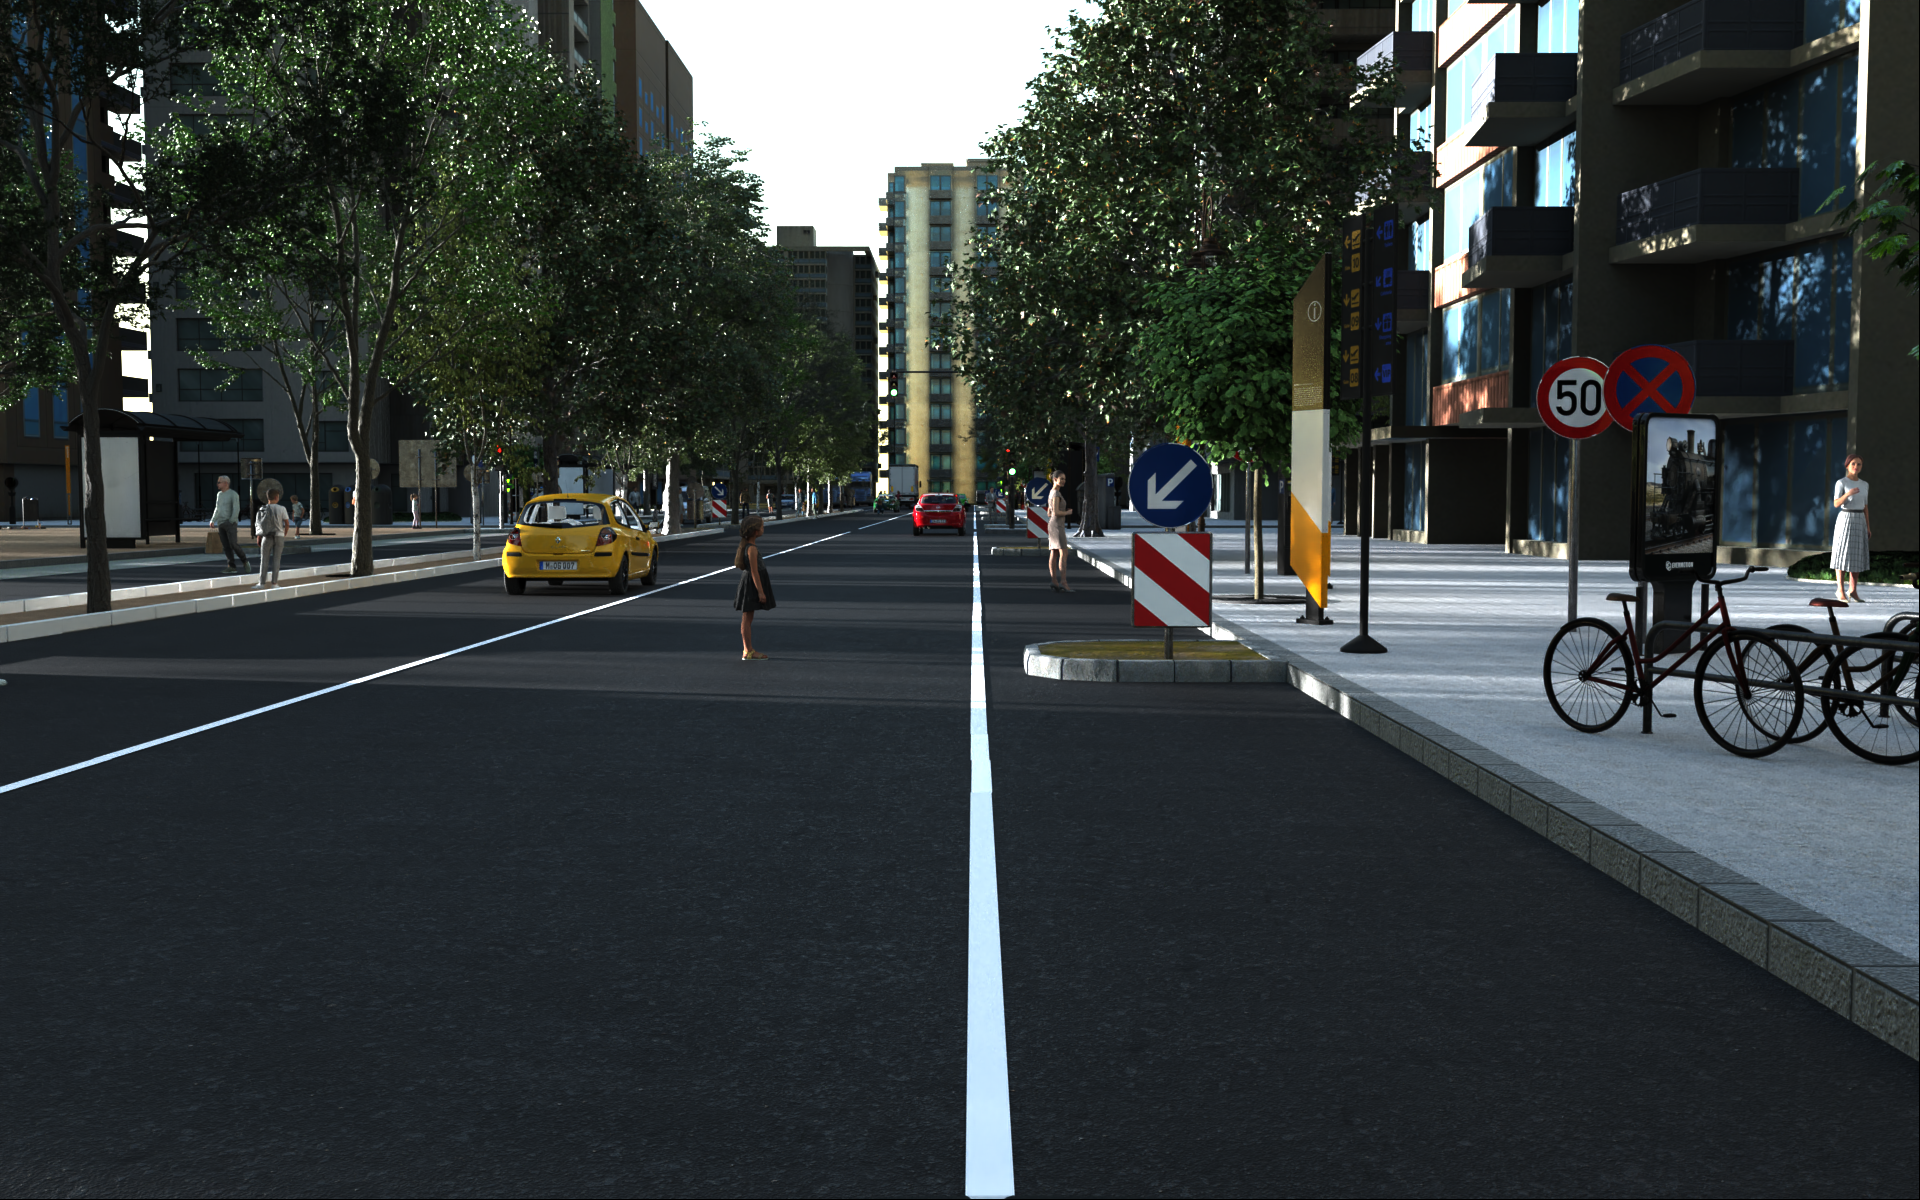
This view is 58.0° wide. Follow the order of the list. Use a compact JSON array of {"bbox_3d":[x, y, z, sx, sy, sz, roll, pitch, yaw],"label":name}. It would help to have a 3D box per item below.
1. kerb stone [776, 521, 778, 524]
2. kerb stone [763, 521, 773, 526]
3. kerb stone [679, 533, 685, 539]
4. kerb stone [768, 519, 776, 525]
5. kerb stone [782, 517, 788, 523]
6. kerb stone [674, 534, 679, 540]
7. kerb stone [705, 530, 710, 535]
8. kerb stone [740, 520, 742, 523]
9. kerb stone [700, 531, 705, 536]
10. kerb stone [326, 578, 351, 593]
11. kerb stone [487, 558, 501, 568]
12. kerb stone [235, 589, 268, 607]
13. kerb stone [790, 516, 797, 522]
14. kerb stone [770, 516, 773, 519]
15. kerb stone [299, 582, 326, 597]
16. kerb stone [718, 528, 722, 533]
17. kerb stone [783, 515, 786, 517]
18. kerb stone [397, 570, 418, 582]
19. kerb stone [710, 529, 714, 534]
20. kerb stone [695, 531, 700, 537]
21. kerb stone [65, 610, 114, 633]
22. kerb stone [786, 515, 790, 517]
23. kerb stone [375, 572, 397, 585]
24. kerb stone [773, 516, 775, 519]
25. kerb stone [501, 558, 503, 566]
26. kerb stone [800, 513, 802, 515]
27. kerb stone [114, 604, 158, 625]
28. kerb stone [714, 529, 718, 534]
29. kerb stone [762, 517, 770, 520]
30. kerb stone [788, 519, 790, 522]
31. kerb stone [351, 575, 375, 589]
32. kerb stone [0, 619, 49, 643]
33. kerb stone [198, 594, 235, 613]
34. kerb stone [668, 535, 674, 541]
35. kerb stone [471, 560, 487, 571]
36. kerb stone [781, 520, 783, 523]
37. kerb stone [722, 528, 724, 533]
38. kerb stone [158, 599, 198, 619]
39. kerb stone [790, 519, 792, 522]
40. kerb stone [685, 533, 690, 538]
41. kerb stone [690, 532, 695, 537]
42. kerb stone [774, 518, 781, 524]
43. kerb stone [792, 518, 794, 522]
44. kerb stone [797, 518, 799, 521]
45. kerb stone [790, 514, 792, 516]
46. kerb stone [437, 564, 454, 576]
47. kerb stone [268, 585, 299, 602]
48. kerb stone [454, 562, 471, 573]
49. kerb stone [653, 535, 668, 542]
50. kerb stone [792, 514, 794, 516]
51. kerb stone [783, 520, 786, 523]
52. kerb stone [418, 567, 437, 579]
[{"bbox_3d":[-8.768,-3.622,81.416,0.120,0.150,1.000,0,4,0],"label":"kerb stone"},{"bbox_3d":[-8.790,-3.490,79.372,0.120,0.150,1.000,0,4,0],"label":"kerb stone"},{"bbox_3d":[-8.988,-2.017,55.178,0.120,0.150,1.000,0,4,0],"label":"kerb stone"},{"bbox_3d":[-8.781,-3.559,80.394,0.120,0.150,1.000,0,4,0],"label":"kerb stone"},{"bbox_3d":[-8.732,-3.873,85.520,0.120,0.150,1.000,0,4,0],"label":"kerb stone"},{"bbox_3d":[-9.004,-1.955,54.156,0.120,0.150,1.000,0,4,0],"label":"kerb stone"},{"bbox_3d":[-8.942,-2.330,60.299,0.120,0.150,1.000,0,4,0],"label":"kerb stone"},{"bbox_3d":[-10.835,-3.938,86.580,0.120,0.150,1.000,0,4,0],"label":"kerb stone"},{"bbox_3d":[-8.954,-2.266,59.277,0.120,0.150,1.000,0,4,0],"label":"kerb stone"},{"bbox_3d":[-9.237,-0.202,25.495,0.120,0.150,1.000,0,4,0],"label":"kerb stone"},{"bbox_3d":[-9.173,-0.700,33.675,0.120,0.150,1.000,0,4,0],"label":"kerb stone"},{"bbox_3d":[-9.255,-0.013,22.426,0.120,0.150,1.000,0,4,0],"label":"kerb stone"},{"bbox_3d":[-8.700,-4.123,89.612,0.120,0.150,1.000,0,4,0],"label":"kerb stone"},{"bbox_3d":[-10.740,-4.565,96.828,0.120,0.150,1.000,0,4,0],"label":"kerb stone"},{"bbox_3d":[-9.243,-0.139,24.473,0.120,0.150,1.000,0,4,0],"label":"kerb stone"},{"bbox_3d":[-8.920,-2.518,63.368,0.120,0.150,1.000,0,4,0],"label":"kerb stone"},{"bbox_3d":[-10.687,-5.003,104.008,0.120,0.150,1.000,0,4,0],"label":"kerb stone"},{"bbox_3d":[-9.206,-0.389,28.562,0.120,0.150,1.000,0,4,0],"label":"kerb stone"},{"bbox_3d":[-8.936,-2.389,61.324,0.120,0.150,1.000,0,4,0],"label":"kerb stone"},{"bbox_3d":[-8.961,-2.204,58.255,0.120,0.150,1.000,0,4,0],"label":"kerb stone"},{"bbox_3d":[-9.296,0.237,18.331,0.120,0.150,1.000,0,4,0],"label":"kerb stone"},{"bbox_3d":[-10.663,-5.129,106.052,0.120,0.150,1.000,0,4,0],"label":"kerb stone"},{"bbox_3d":[-9.216,-0.327,27.540,0.120,0.150,1.000,0,4,0],"label":"kerb stone"},{"bbox_3d":[-10.739,-4.627,97.850,0.120,0.150,1.000,0,4,0],"label":"kerb stone"},{"bbox_3d":[-9.160,-0.765,34.699,0.120,0.150,1.000,0,4,0],"label":"kerb stone"},{"bbox_3d":[-10.609,-5.565,113.225,0.120,0.150,1.000,0,4,0],"label":"kerb stone"},{"bbox_3d":[-9.285,0.176,19.353,0.120,0.150,1.000,0,4,0],"label":"kerb stone"},{"bbox_3d":[-8.931,-2.456,62.346,0.120,0.150,1.000,0,4,0],"label":"kerb stone"},{"bbox_3d":[-10.753,-4.502,95.806,0.120,0.150,1.000,0,4,0],"label":"kerb stone"},{"bbox_3d":[-8.731,-3.936,86.542,0.120,0.150,1.000,0,4,0],"label":"kerb stone"},{"bbox_3d":[-9.225,-0.264,26.518,0.120,0.150,1.000,0,4,0],"label":"kerb stone"},{"bbox_3d":[-9.294,0.299,17.309,0.120,0.150,1.000,0,4,0],"label":"kerb stone"},{"bbox_3d":[-9.265,0.048,21.404,0.120,0.150,1.000,0,4,0],"label":"kerb stone"},{"bbox_3d":[-9.006,-1.885,53.133,0.120,0.150,1.000,0,4,0],"label":"kerb stone"},{"bbox_3d":[-9.173,-0.640,32.652,0.120,0.150,1.000,0,4,0],"label":"kerb stone"},{"bbox_3d":[-8.754,-3.743,83.466,0.120,0.150,1.000,0,4,0],"label":"kerb stone"},{"bbox_3d":[-8.912,-2.581,64.391,0.120,0.150,1.000,0,4,0],"label":"kerb stone"},{"bbox_3d":[-9.279,0.111,20.374,0.120,0.150,1.000,0,4,0],"label":"kerb stone"},{"bbox_3d":[-8.717,-3.998,87.564,0.120,0.150,1.000,0,4,0],"label":"kerb stone"},{"bbox_3d":[-8.980,-2.074,56.204,0.120,0.150,1.000,0,4,0],"label":"kerb stone"},{"bbox_3d":[-8.971,-2.138,57.228,0.120,0.150,1.000,0,4,0],"label":"kerb stone"},{"bbox_3d":[-8.759,-3.685,82.443,0.120,0.150,1.000,0,4,0],"label":"kerb stone"},{"bbox_3d":[-8.709,-4.061,88.590,0.120,0.150,1.000,0,4,0],"label":"kerb stone"},{"bbox_3d":[-8.689,-4.186,90.638,0.120,0.150,1.000,0,4,0],"label":"kerb stone"},{"bbox_3d":[-10.654,-5.191,107.074,0.120,0.150,1.000,0,4,0],"label":"kerb stone"},{"bbox_3d":[-9.189,-0.514,30.606,0.120,0.150,1.000,0,4,0],"label":"kerb stone"},{"bbox_3d":[-9.246,-0.077,23.448,0.120,0.150,1.000,0,4,0],"label":"kerb stone"},{"bbox_3d":[-9.178,-0.577,31.628,0.120,0.150,1.000,0,4,0],"label":"kerb stone"},{"bbox_3d":[-9.012,-1.829,52.100,0.120,0.150,1.000,0,4,0],"label":"kerb stone"},{"bbox_3d":[-10.652,-5.254,108.097,0.120,0.150,1.000,0,4,0],"label":"kerb stone"},{"bbox_3d":[-8.749,-3.807,84.498,0.120,0.150,1.000,0,4,0],"label":"kerb stone"},{"bbox_3d":[-9.199,-0.446,29.584,0.120,0.150,1.000,0,4,0],"label":"kerb stone"}]
